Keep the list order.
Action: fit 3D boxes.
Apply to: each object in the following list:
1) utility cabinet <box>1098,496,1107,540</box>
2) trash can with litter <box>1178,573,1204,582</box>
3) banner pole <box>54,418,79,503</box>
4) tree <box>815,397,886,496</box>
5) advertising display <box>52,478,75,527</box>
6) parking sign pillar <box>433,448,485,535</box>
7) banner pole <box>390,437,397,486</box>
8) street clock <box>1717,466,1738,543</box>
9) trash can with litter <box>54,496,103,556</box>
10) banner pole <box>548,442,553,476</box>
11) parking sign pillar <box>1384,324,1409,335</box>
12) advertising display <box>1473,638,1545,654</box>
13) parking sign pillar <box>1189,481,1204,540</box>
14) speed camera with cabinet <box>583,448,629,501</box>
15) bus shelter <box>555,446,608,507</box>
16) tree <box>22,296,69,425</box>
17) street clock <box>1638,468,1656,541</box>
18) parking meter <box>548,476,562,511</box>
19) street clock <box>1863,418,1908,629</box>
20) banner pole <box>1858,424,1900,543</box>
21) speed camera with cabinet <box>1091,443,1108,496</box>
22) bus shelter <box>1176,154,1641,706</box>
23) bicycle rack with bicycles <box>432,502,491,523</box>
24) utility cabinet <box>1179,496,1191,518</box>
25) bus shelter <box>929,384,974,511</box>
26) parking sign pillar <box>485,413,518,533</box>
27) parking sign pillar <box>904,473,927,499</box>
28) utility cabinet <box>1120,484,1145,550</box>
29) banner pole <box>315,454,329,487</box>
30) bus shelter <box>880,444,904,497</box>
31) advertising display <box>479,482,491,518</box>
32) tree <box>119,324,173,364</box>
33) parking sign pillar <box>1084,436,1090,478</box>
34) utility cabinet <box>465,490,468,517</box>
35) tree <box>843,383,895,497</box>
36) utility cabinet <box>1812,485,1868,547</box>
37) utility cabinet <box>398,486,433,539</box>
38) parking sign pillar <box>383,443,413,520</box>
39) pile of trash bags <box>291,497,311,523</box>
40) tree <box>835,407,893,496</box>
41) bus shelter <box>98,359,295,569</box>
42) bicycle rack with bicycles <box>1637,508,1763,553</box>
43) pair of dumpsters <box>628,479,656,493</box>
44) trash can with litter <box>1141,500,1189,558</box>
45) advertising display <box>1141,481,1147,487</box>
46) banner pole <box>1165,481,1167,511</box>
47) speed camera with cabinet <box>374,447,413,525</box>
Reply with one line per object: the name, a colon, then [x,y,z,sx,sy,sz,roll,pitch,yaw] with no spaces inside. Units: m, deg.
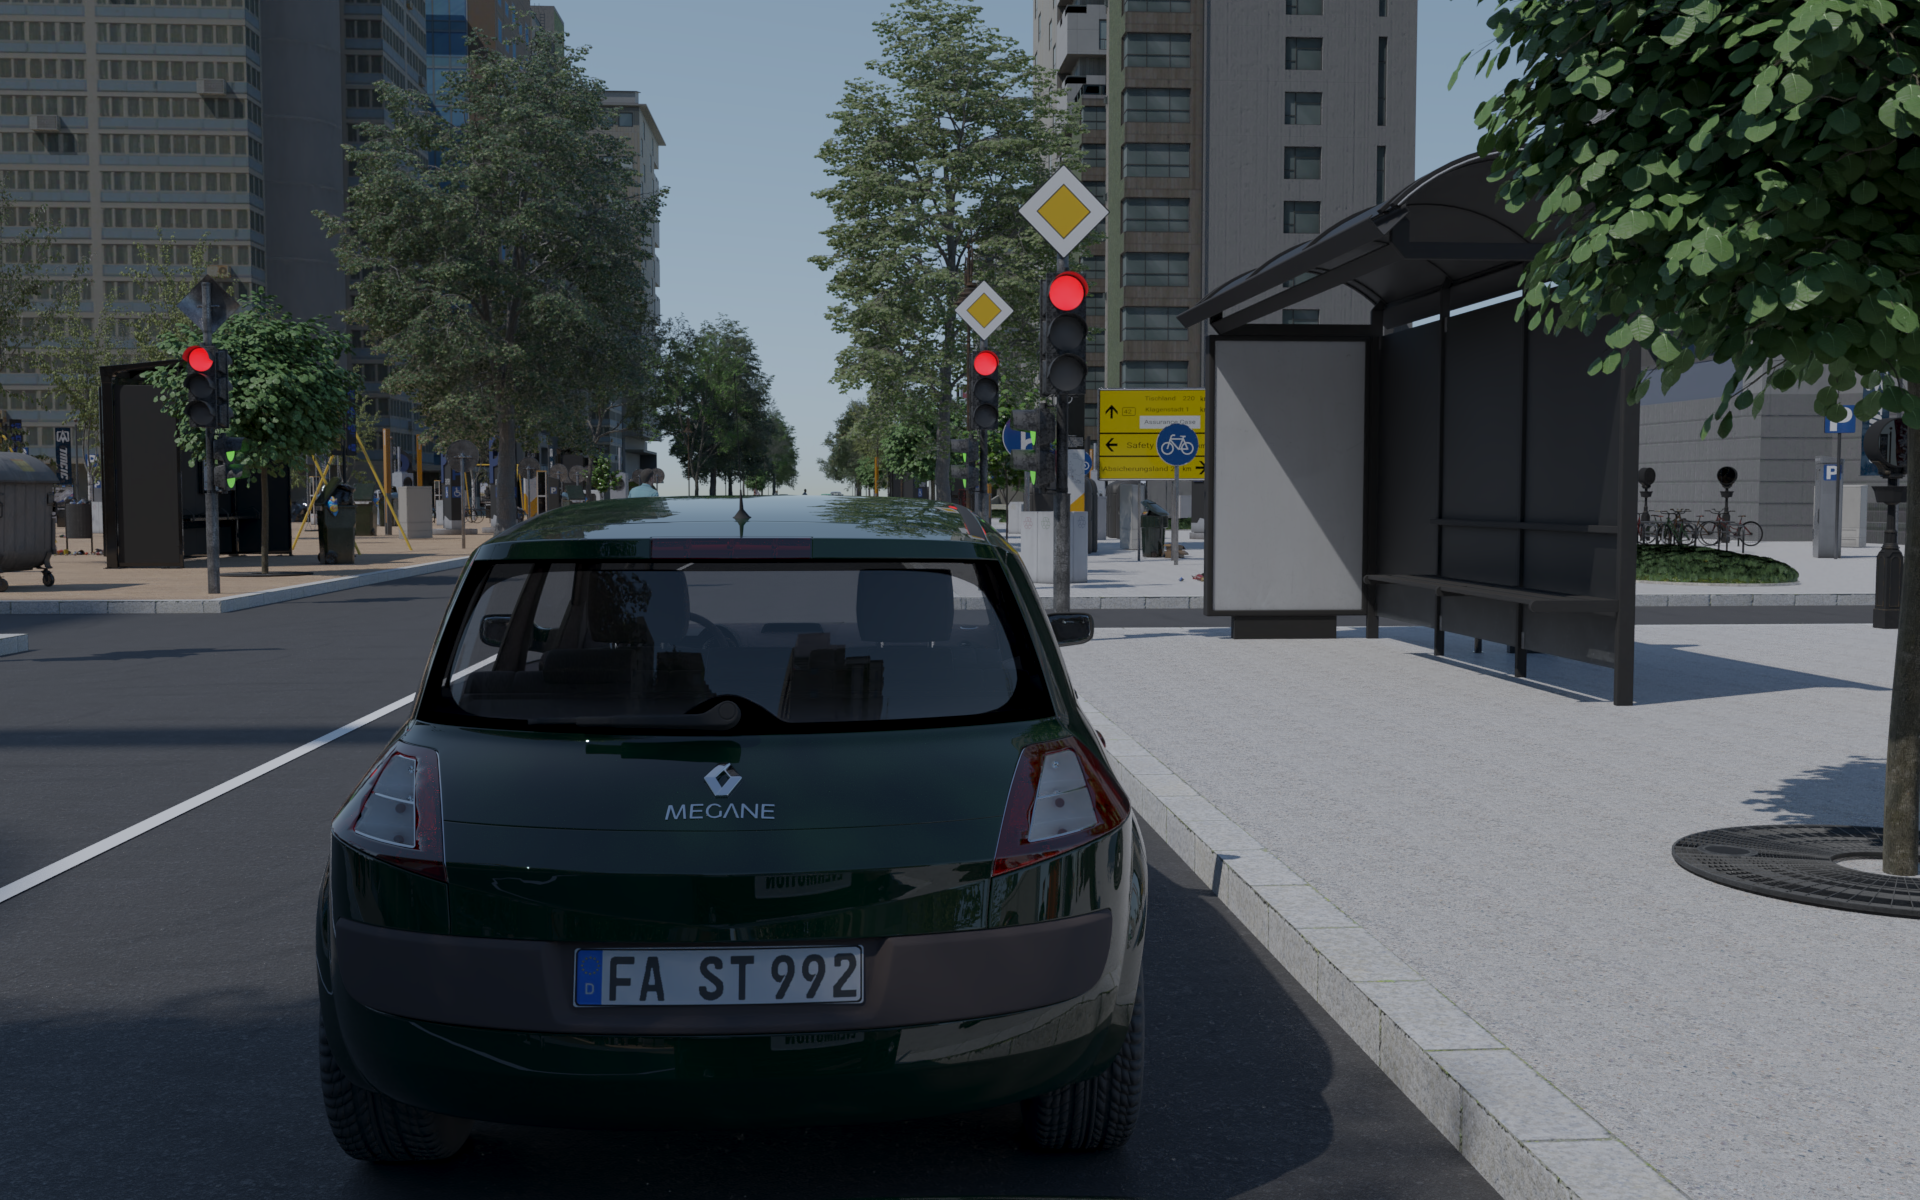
utility cabinet: [3.676,-2.267,48.229,0.306,1.237,1.020,3,5,39]
trash can with litter: [4.026,-0.890,25.614,1.678,1.210,2.233,0,4,-7]
banner pole: [-29.485,-4.118,57.351,0.863,3.779,0.401,-1,4,-19]
tree: [-12.037,-17.631,205.269,9.611,12.733,9.660,0,3,0]
advertising display: [-34.723,-3.774,66.917,0.123,1.923,0.974,3,4,36]
parking sign pillar: [-15.989,-4.045,54.615,1.447,3.967,1.447,-2,4,-28]
banner pole: [-24.745,-5.240,75.699,0.401,3.779,0.863,0,4,1]
street clock: [20.043,-2.490,45.288,0.471,2.002,0.358,2,4,34]
trash can with litter: [-18.169,-1.553,36.441,2.233,1.210,1.678,0,4,-6]
banner pole: [-18.783,-5.470,79.452,0.401,3.779,0.863,-2,4,-30]
parking sign pillar: [6.572,-2.228,24.902,1.447,3.967,1.447,3,5,42]
advertising display: [4.608,-0.532,13.916,0.974,1.923,0.123,0,4,3]
parking sign pillar: [7.266,-3.721,49.306,1.447,3.967,1.447,3,4,36]
speed camera with cabinet: [-15.145,-4.843,73.511,2.038,3.252,0.660,0,4,2]
bus shelter: [-18.575,-5.748,85.267,1.731,3.624,6.357,0,4,-4]
tree: [-30.082,-6.721,60.256,4.737,8.622,4.395,0,3,0]
street clock: [18.740,-2.615,47.320,0.471,2.002,0.358,-2,4,-29]
parking meter: [-13.280,-3.125,56.806,0.399,1.863,0.255,0,4,2]
street clock: [8.859,-0.728,16.477,0.471,2.002,0.358,0,4,-6]
banner pole: [15.362,-2.372,28.794,0.401,3.779,0.863,-2,4,-33]
speed camera with cabinet: [5.256,-4.429,66.754,0.660,3.252,2.038,1,4,15]
bus shelter: [3.129,-1.153,12.783,2.014,3.302,5.546,0,4,-4]
bicycle rack with bicycles: [-22.079,-3.834,76.068,2.925,0.926,2.852,-3,5,-40]
utility cabinet: [9.761,-3.907,75.041,1.020,1.237,0.306,-3,5,-43]
bus shelter: [-0.155,-5.088,60.816,2.179,5.291,8.768,0,4,-4]
parking sign pillar: [-15.059,-4.199,57.120,1.447,3.967,1.447,-3,4,-37]
parking sign pillar: [-1.832,-5.094,71.754,1.447,3.967,1.447,2,4,26]
utility cabinet: [3.982,-1.914,39.981,0.318,1.500,1.173,0,4,-8]
banner pole: [-27.698,-5.202,75.071,0.401,3.779,0.863,2,4,35]
bus shelter: [-2.744,-5.427,80.018,1.731,3.624,6.357,0,4,-4]
advertising display: [-25.162,-5.341,92.534,0.974,1.923,0.123,0,4,-6]
tree: [-34.909,-7.567,74.090,4.360,8.622,3.978,0,3,0]
parking sign pillar: [5.918,-5.659,80.995,1.447,3.967,1.447,-1,4,-16]
utility cabinet: [-27.581,-5.318,95.635,0.318,1.500,1.173,-3,5,-40]
tree: [-4.478,-9.327,102.851,4.737,8.622,4.395,0,3,0]
utility cabinet: [21.178,-2.020,41.700,0.318,1.500,1.173,-2,4,-31]
utility cabinet: [-15.476,-2.478,49.194,0.318,1.500,1.173,1,4,18]
parking sign pillar: [-26.796,-5.759,82.627,1.447,3.967,1.447,-1,4,-20]
pile of trash bags: [-31.160,-4.245,79.153,3.447,1.369,1.912,1,4,22]
tree: [-9.780,-15.143,182.007,7.601,10.594,8.767,-3,4,-36]
bus shelter: [-14.102,-2.534,32.707,1.731,3.624,6.357,0,4,-4]
bicycle rack with bicycles: [16.127,-1.530,38.390,2.852,0.926,2.925,1,4,14]
pair of dumpsters: [-17.088,-5.488,92.226,1.574,2.255,4.437,0,4,-4]
trash can with litter: [4.127,-1.439,34.912,1.055,1.170,0.624,3,5,39]
advertising display: [7.018,-3.921,69.321,0.974,1.923,0.123,2,4,24]
banner pole: [9.329,-5.393,78.191,0.401,3.779,0.863,0,4,6]
speed camera with cabinet: [-23.569,-4.736,71.776,0.660,3.252,2.038,2,4,25]
